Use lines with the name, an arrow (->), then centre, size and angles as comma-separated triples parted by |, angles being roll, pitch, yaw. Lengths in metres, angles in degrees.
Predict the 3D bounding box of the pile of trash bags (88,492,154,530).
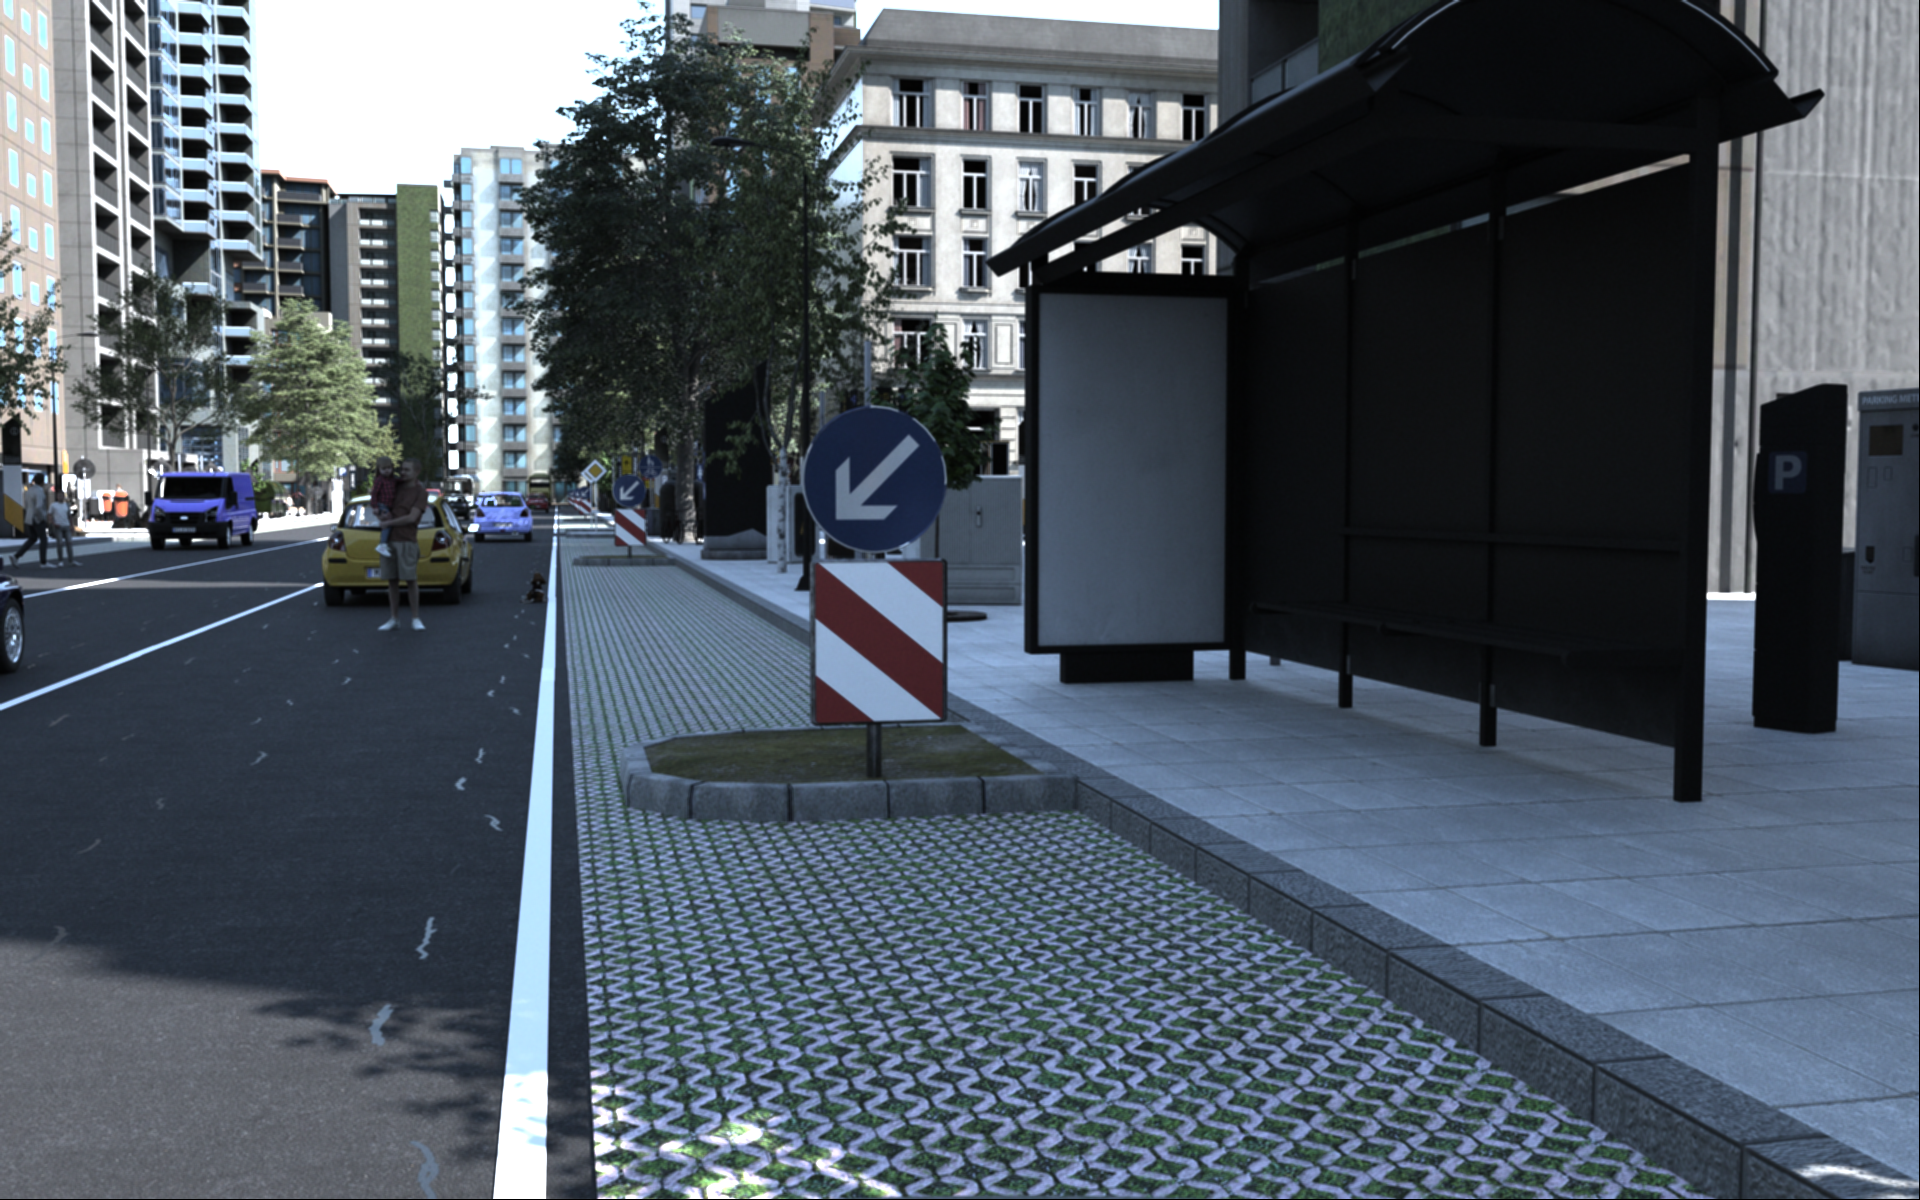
pile of trash bags -> -30.458, -3.318, 64.006 | 1.912, 1.369, 3.447 | 0, 4, -7

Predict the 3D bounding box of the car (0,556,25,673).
car -> -8.156, 0.002, 12.555 | 1.945, 1.354, 3.894 | -1, 4, -13

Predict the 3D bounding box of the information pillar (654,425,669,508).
information pillar -> -9.734, -3.994, 56.649 | 0.504, 3.616, 0.183 | -1, 4, -11

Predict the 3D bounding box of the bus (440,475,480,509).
bus -> -47.018, -10.311, 163.450 | 2.948, 3.499, 13.247 | -1, 4, -12

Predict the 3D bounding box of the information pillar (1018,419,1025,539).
information pillar -> 1.872, -3.517, 48.864 | 0.504, 3.616, 0.183 | 3, 5, 40

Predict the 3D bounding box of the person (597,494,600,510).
person -> -28.211, -7.663, 135.611 | 0.475, 1.303, 0.640 | 0, 4, -2

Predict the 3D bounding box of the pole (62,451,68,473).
pole -> -42.061, -5.356, 81.409 | 0.158, 3.312, 0.155 | 0, 3, 0

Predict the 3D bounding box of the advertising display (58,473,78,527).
advertising display -> -27.864, -2.992, 54.127 | 0.123, 1.923, 0.974 | 0, 4, -2

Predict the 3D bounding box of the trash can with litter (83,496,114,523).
trash can with litter -> -38.962, -4.141, 78.769 | 1.678, 1.210, 2.233 | 1, 4, 23

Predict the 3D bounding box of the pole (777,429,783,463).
pole -> -5.638, -3.701, 54.355 | 0.158, 3.312, 0.155 | 0, 3, 0

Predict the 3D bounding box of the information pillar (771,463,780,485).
information pillar -> -4.472, -2.243, 41.158 | 0.304, 2.012, 0.304 | 1, 4, 22

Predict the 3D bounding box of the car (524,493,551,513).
car -> -32.250, -7.516, 131.928 | 2.155, 1.783, 4.494 | -1, 4, -14

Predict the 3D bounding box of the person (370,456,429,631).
person -> -5.918, -0.596, 18.223 | 0.580, 1.828, 0.573 | -3, 4, -36

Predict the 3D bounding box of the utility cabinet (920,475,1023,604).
utility cabinet -> 0.135, -0.698, 20.096 | 1.173, 1.500, 0.318 | 0, 4, 7

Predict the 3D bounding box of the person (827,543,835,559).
person -> -2.166, -1.488, 30.344 | 0.573, 1.828, 0.580 | -1, 4, -22

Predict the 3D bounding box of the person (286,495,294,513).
person -> -44.416, -6.344, 114.788 | 0.382, 1.210, 0.505 | 1, 4, 18

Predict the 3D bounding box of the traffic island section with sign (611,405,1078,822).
traffic island section with sign -> -0.651, 0.008, 8.495 | 1.989, 1.847, 2.006 | -1, 4, -13

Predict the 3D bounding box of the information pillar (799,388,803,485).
information pillar -> -3.469, -2.876, 38.374 | 0.183, 3.616, 0.504 | -1, 4, -14

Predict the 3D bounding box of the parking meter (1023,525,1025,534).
parking meter -> 1.906, -2.870, 55.342 | 0.372, 1.533, 0.369 | 0, 3, 0

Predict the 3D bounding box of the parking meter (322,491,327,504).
parking meter -> -47.561, -7.576, 129.579 | 0.255, 1.863, 0.399 | 0, 4, 4

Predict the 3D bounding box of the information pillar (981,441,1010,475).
information pillar -> 0.483, -1.198, 24.079 | 0.304, 2.012, 0.304 | -2, 4, -26

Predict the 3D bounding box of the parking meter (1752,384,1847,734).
parking meter -> 4.553, -0.227, 9.422 | 0.255, 1.863, 0.399 | -2, 4, -30

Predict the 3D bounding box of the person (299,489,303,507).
person -> -64.044, -9.895, 167.906 | 0.705, 1.814, 1.350 | 0, 4, -3

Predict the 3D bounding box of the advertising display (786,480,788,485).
advertising display -> -7.645, -4.154, 73.125 | 0.974, 1.923, 0.123 | 3, 5, 42

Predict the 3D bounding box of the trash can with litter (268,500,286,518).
trash can with litter -> -37.378, -5.094, 94.676 | 1.055, 1.170, 0.624 | -1, 4, -21

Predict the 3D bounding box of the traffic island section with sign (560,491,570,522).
traffic island section with sign -> -19.440, -4.933, 89.282 | 1.989, 1.847, 2.006 | -1, 4, -13

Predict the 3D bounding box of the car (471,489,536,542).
car -> -13.994, -2.662, 53.117 | 1.945, 1.707, 3.694 | -1, 4, -14

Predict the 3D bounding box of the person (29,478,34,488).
person -> -28.420, -2.872, 53.254 | 0.529, 1.795, 0.600 | 0, 4, 0

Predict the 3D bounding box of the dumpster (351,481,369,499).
dumpster -> -46.075, -7.986, 133.058 | 1.502, 2.255, 1.985 | -1, 4, -13

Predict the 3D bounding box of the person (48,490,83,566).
person -> -17.788, -1.425, 34.389 | 0.523, 1.515, 0.503 | 1, 4, 10

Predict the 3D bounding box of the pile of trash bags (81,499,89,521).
pile of trash bags -> -40.507, -4.422, 82.057 | 1.912, 1.369, 3.447 | -2, 4, -31

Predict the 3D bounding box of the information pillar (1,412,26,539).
information pillar -> -26.967, -3.546, 49.329 | 0.504, 3.616, 0.183 | -1, 4, -23

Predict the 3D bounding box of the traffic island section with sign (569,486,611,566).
traffic island section with sign -> -6.829, -1.618, 35.083 | 1.989, 1.847, 2.006 | -1, 4, -13

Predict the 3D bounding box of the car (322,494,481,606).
car -> -7.662, -0.831, 23.817 | 2.015, 1.641, 3.980 | -1, 4, -13

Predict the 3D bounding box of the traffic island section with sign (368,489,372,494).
traffic island section with sign -> -38.428, -6.412, 113.464 | 1.989, 1.847, 2.006 | -1, 4, -13

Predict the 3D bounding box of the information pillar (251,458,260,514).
information pillar -> -45.882, -7.427, 112.778 | 0.504, 3.616, 0.183 | 1, 4, 11

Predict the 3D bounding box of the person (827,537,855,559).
person -> -1.723, -1.212, 25.817 | 0.822, 1.834, 0.622 | -3, 4, -37

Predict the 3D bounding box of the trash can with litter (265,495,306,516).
trash can with litter -> -40.022, -5.624, 103.014 | 2.233, 1.210, 1.678 | 1, 4, 12

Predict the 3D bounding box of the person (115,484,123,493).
person -> -41.364, -4.806, 84.888 | 0.573, 1.790, 0.520 | 0, 4, -4

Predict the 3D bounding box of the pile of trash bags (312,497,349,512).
pile of trash bags -> -44.710, -6.869, 122.055 | 1.912, 1.369, 3.447 | 2, 4, 27

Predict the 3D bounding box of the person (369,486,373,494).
person -> -25.406, -3.994, 74.021 | 1.509, 1.804, 0.699 | 0, 4, 7

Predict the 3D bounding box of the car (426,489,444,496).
car -> -40.330, -7.526, 131.721 | 2.281, 1.827, 5.304 | -1, 4, -12

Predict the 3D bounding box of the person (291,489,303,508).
person -> -59.447, -9.095, 155.463 | 1.217, 1.743, 0.721 | 0, 4, -7

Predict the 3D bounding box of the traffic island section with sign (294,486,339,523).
traffic island section with sign -> -32.231, -4.780, 86.787 | 1.989, 1.847, 2.006 | -1, 4, -13

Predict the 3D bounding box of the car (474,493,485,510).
car -> -40.426, -8.443, 147.632 | 1.945, 1.707, 3.694 | -1, 4, -14

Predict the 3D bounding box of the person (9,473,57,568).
person -> -17.906, -1.535, 33.440 | 0.661, 1.843, 0.795 | 3, 5, 42

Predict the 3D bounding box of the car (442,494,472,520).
car -> -28.152, -5.285, 96.202 | 2.009, 1.686, 4.222 | -1, 4, -14
